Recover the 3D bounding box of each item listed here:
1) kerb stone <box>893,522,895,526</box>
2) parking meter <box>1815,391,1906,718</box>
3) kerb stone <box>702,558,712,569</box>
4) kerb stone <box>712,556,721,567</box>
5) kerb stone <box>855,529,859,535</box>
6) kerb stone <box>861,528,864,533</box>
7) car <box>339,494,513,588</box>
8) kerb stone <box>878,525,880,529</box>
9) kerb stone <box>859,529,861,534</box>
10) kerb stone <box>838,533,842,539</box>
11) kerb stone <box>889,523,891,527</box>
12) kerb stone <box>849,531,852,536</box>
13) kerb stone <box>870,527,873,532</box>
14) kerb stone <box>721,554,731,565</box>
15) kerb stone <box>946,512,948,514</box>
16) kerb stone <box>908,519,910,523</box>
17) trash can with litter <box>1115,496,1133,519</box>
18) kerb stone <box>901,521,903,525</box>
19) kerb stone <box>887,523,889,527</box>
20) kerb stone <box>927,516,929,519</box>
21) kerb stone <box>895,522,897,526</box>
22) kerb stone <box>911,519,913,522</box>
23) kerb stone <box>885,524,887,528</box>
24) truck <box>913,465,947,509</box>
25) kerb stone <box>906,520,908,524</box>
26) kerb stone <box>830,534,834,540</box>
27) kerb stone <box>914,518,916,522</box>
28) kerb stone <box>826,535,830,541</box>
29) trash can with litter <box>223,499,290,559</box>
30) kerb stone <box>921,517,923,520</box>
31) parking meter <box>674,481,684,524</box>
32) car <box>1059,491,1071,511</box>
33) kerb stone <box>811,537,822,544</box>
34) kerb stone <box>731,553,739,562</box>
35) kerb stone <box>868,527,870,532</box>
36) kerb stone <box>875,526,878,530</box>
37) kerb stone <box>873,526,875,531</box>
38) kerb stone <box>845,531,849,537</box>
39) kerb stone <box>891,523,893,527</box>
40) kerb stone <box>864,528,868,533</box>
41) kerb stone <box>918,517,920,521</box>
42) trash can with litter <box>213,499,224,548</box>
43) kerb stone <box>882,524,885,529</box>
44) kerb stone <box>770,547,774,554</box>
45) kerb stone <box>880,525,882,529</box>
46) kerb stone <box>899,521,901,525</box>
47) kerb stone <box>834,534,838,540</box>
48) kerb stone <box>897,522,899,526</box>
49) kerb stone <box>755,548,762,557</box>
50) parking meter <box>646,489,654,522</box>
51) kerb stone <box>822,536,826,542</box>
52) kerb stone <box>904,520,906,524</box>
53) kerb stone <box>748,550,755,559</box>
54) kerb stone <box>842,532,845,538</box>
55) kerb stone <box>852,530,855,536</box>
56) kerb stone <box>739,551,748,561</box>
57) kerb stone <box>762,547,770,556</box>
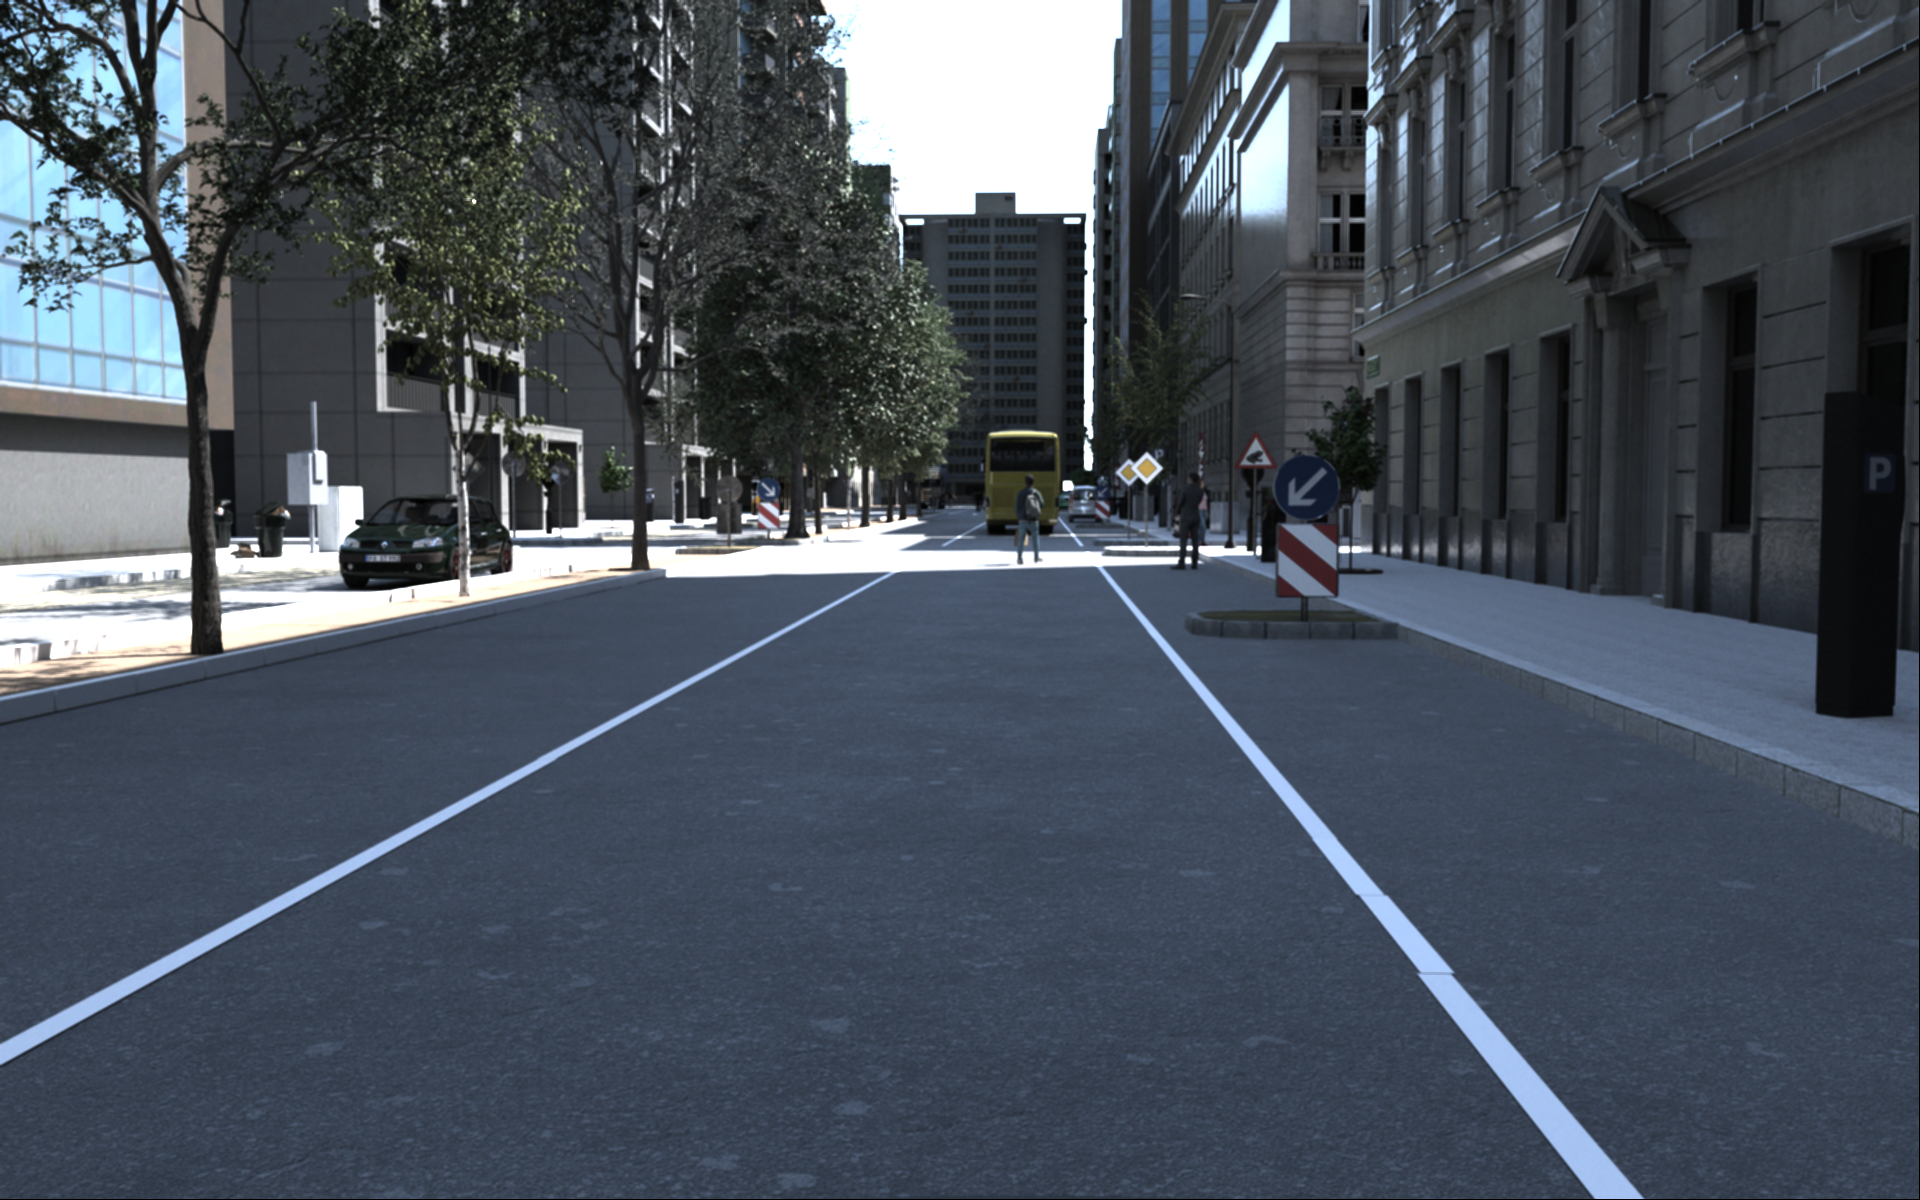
[{"bbox_3d":[-3.049,-3.283,75.910,0.120,0.150,1.000,0,4,3],"label":"kerb stone"},{"bbox_3d":[5.213,-0.264,10.021,0.399,1.863,0.255,-1,4,-18],"label":"parking meter"},{"bbox_3d":[-4.984,-0.683,33.360,0.120,0.150,1.000,0,4,3],"label":"kerb stone"},{"bbox_3d":[-4.943,-0.746,34.387,0.120,0.150,1.000,0,4,3],"label":"kerb stone"},{"bbox_3d":[-3.747,-2.342,60.534,0.120,0.150,1.000,0,4,3],"label":"kerb stone"},{"bbox_3d":[-3.656,-2.471,62.589,0.120,0.150,1.000,0,4,3],"label":"kerb stone"},{"bbox_3d":[-8.481,-1.096,27.705,2.009,1.686,4.222,0,4,2],"label":"car"},{"bbox_3d":[-3.380,-2.847,68.741,0.120,0.150,1.000,0,4,3],"label":"kerb stone"},{"bbox_3d":[-3.702,-2.407,61.555,0.120,0.150,1.000,0,4,3],"label":"kerb stone"},{"bbox_3d":[-3.980,-2.032,55.413,0.120,0.150,1.000,0,4,3],"label":"kerb stone"},{"bbox_3d":[-3.142,-3.160,73.868,0.120,0.150,1.000,0,4,3],"label":"kerb stone"},{"bbox_3d":[-3.842,-2.219,58.481,0.120,0.150,1.000,0,4,3],"label":"kerb stone"},{"bbox_3d":[-3.505,-2.659,65.670,0.120,0.150,1.000,0,4,3],"label":"kerb stone"},{"bbox_3d":[-4.886,-0.808,35.409,0.120,0.150,1.000,0,4,3],"label":"kerb stone"},{"bbox_3d":[-1.088,-5.918,118.958,0.120,0.150,1.000,0,4,3],"label":"kerb stone"},{"bbox_3d":[-2.670,-3.786,84.096,0.120,0.150,1.000,0,4,3],"label":"kerb stone"},{"bbox_3d":[8.508,-4.736,88.826,1.055,1.170,0.624,-3,5,-44],"label":"trash can with litter"},{"bbox_3d":[-2.870,-3.536,80.003,0.120,0.150,1.000,0,4,3],"label":"kerb stone"},{"bbox_3d":[-3.187,-3.090,72.844,0.120,0.150,1.000,0,4,3],"label":"kerb stone"},{"bbox_3d":[-2.021,-4.665,98.467,0.120,0.150,1.000,0,4,3],"label":"kerb stone"},{"bbox_3d":[-2.999,-3.348,76.931,0.120,0.150,1.000,0,4,3],"label":"kerb stone"},{"bbox_3d":[-2.582,-3.911,86.148,0.120,0.150,1.000,0,4,3],"label":"kerb stone"},{"bbox_3d":[-3.237,-3.032,71.823,0.120,0.150,1.000,0,4,3],"label":"kerb stone"},{"bbox_3d":[-2.778,-10.922,167.494,2.839,4.237,11.283,0,4,2],"label":"truck"},{"bbox_3d":[-2.725,-3.721,83.075,0.120,0.150,1.000,0,4,3],"label":"kerb stone"},{"bbox_3d":[-4.074,-1.901,53.363,0.120,0.150,1.000,0,4,3],"label":"kerb stone"},{"bbox_3d":[-2.488,-4.037,88.204,0.120,0.150,1.000,0,4,3],"label":"kerb stone"},{"bbox_3d":[-4.120,-1.843,52.328,0.120,0.150,1.000,0,4,3],"label":"kerb stone"},{"bbox_3d":[-14.006,-1.422,34.643,0.624,1.170,1.055,3,5,42],"label":"trash can with litter"},{"bbox_3d":[-2.249,-4.351,93.326,0.120,0.150,1.000,0,4,3],"label":"kerb stone"},{"bbox_3d":[-12.109,-4.220,74.713,0.399,1.863,0.255,3,4,38],"label":"parking meter"},{"bbox_3d":[9.001,-8.342,145.195,1.959,1.807,4.718,0,4,3],"label":"car"},{"bbox_3d":[-4.201,-1.717,50.282,0.120,0.150,1.000,0,4,3],"label":"kerb stone"},{"bbox_3d":[-4.839,-0.869,36.435,0.120,0.150,1.000,0,4,3],"label":"kerb stone"},{"bbox_3d":[-3.556,-2.596,64.647,0.120,0.150,1.000,0,4,3],"label":"kerb stone"},{"bbox_3d":[-3.414,-2.781,67.720,0.120,0.150,1.000,0,4,3],"label":"kerb stone"},{"bbox_3d":[-3.466,-2.722,66.693,0.120,0.150,1.000,0,4,3],"label":"kerb stone"},{"bbox_3d":[-3.882,-2.154,57.455,0.120,0.150,1.000,0,4,3],"label":"kerb stone"},{"bbox_3d":[-3.099,-3.222,74.889,0.120,0.150,1.000,0,4,3],"label":"kerb stone"},{"bbox_3d":[-3.600,-2.534,63.625,0.120,0.150,1.000,0,4,3],"label":"kerb stone"},{"bbox_3d":[-2.344,-4.225,91.279,0.120,0.150,1.000,0,4,3],"label":"kerb stone"},{"bbox_3d":[-17.661,-1.794,40.726,1.055,1.170,0.624,1,4,12],"label":"trash can with litter"},{"bbox_3d":[-3.277,-2.972,70.795,0.120,0.150,1.000,0,4,3],"label":"kerb stone"},{"bbox_3d":[-4.609,-1.184,41.553,0.120,0.150,1.000,0,4,3],"label":"kerb stone"},{"bbox_3d":[-3.329,-2.910,69.767,0.120,0.150,1.000,0,4,3],"label":"kerb stone"},{"bbox_3d":[-2.900,-3.473,78.973,0.120,0.150,1.000,0,4,3],"label":"kerb stone"},{"bbox_3d":[-4.026,-1.967,54.387,0.120,0.150,1.000,0,4,3],"label":"kerb stone"},{"bbox_3d":[-2.948,-3.410,77.952,0.120,0.150,1.000,0,4,3],"label":"kerb stone"},{"bbox_3d":[-4.706,-1.055,39.506,0.120,0.150,1.000,0,4,3],"label":"kerb stone"},{"bbox_3d":[-14.232,-4.344,79.430,0.372,1.533,0.369,0,3,0],"label":"parking meter"},{"bbox_3d":[-4.169,-1.780,51.305,0.120,0.150,1.000,0,4,3],"label":"kerb stone"},{"bbox_3d":[-2.769,-3.661,82.053,0.120,0.150,1.000,0,4,3],"label":"kerb stone"},{"bbox_3d":[-4.753,-0.992,38.481,0.120,0.150,1.000,0,4,3],"label":"kerb stone"},{"bbox_3d":[-3.930,-2.085,56.434,0.120,0.150,1.000,0,4,3],"label":"kerb stone"},{"bbox_3d":[-3.793,-2.282,59.508,0.120,0.150,1.000,0,4,3],"label":"kerb stone"},{"bbox_3d":[-4.791,-0.934,37.460,0.120,0.150,1.000,0,4,3],"label":"kerb stone"},{"bbox_3d":[-4.653,-1.121,40.532,0.120,0.150,1.000,0,4,3],"label":"kerb stone"}]
